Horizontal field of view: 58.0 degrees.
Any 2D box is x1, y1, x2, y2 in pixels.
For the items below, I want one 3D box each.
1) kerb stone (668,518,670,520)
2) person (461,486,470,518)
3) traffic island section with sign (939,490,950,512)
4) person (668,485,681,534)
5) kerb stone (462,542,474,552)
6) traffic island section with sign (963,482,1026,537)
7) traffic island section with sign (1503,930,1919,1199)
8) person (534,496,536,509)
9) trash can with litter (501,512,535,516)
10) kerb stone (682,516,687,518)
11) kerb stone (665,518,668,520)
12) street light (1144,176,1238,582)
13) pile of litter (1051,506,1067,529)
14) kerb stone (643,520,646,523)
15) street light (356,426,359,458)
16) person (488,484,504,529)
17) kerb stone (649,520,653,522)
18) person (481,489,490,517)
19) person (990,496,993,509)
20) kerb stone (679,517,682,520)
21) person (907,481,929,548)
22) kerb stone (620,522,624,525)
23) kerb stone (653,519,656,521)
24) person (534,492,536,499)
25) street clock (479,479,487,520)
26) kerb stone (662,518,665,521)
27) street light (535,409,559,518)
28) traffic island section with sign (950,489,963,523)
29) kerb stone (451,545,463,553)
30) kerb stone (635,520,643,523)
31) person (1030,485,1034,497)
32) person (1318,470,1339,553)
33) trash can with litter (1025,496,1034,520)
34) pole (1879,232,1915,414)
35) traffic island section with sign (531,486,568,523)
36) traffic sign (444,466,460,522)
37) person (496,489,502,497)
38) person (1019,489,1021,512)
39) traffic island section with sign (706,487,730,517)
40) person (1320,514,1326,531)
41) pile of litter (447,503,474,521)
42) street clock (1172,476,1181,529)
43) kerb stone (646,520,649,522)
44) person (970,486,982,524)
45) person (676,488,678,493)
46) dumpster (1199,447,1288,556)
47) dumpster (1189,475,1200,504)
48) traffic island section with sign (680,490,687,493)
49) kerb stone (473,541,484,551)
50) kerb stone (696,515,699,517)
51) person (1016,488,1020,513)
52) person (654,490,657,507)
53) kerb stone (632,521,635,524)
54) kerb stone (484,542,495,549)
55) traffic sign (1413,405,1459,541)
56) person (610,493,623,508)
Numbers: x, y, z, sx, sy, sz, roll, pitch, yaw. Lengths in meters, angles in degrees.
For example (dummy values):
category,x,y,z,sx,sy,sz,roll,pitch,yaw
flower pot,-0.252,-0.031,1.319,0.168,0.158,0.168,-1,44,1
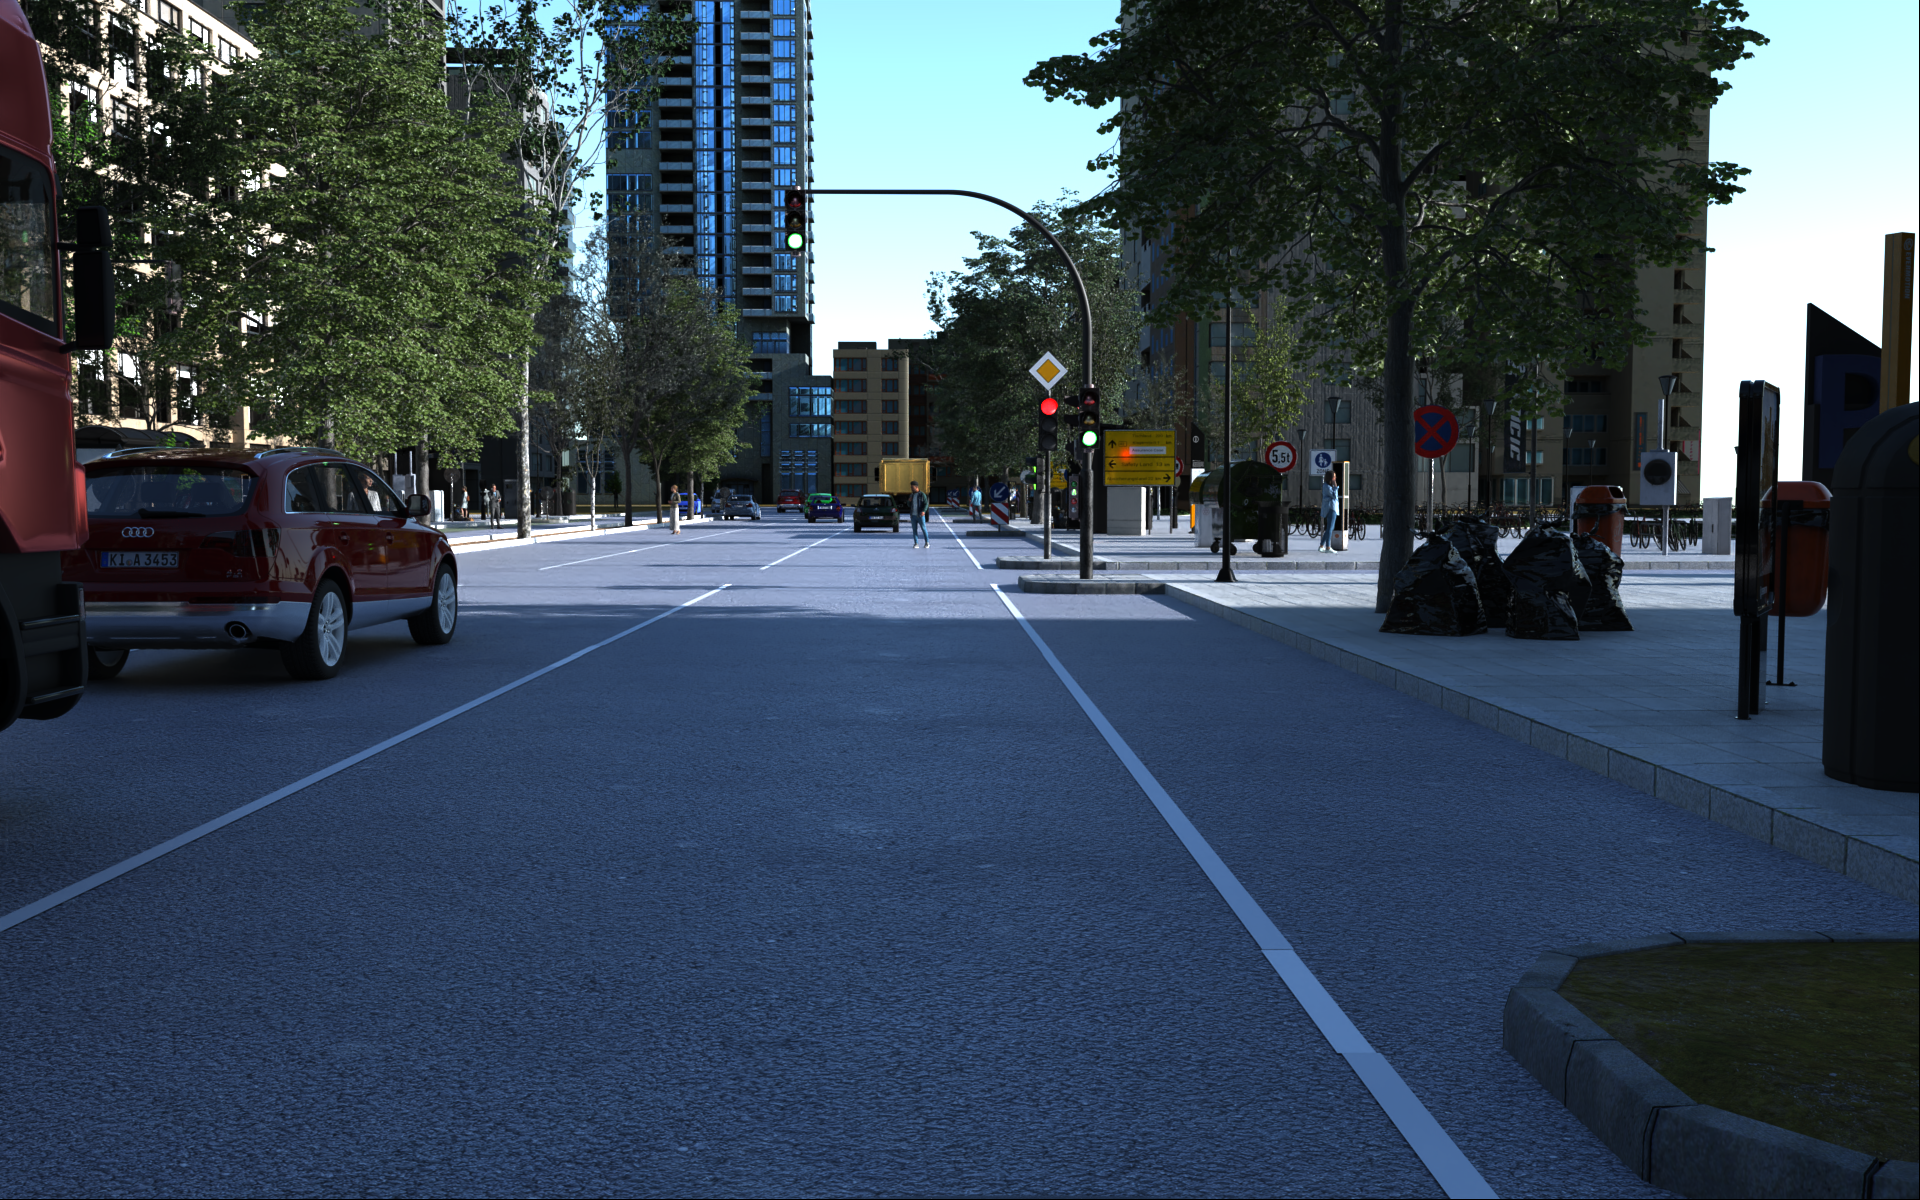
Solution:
category,x,y,z,sx,sy,sz,roll,pitch,yaw
kerb stone,-15.498,-4.225,91.274,0.120,0.150,1.000,0,4,-1
person,-25.180,-4.952,88.007,0.522,1.701,0.512,-1,4,-13
traffic island section with sign,-0.470,-7.798,136.131,1.989,1.847,2.006,0,4,-1
person,-10.212,-3.223,61.751,0.362,1.759,0.519,-3,5,-44
kerb stone,-12.354,-1.280,43.125,0.120,0.150,1.000,0,4,-1
traffic island section with sign,1.212,-3.092,59.179,1.989,1.847,2.006,0,4,-1
traffic island section with sign,2.409,0.281,4.028,1.989,1.847,2.006,0,4,-1
person,-36.820,-8.655,150.778,0.599,1.433,0.991,3,4,37
trash can with litter,-26.132,-5.556,101.899,2.233,1.210,1.678,-1,4,-19
kerb stone,-15.626,-4.602,97.437,0.120,0.150,1.000,0,4,-1
kerb stone,-15.475,-4.162,90.252,0.120,0.150,1.000,0,4,-1
street light,3.360,-3.221,25.207,1.470,5.913,1.316,0,4,-1
pile of litter,3.778,-3.087,64.440,1.176,0.858,1.719,-2,4,-32
kerb stone,-15.328,-3.724,83.080,0.120,0.150,1.000,0,4,-1
street light,-21.760,-5.599,64.084,1.470,5.913,1.316,0,4,-1
person,-18.939,-3.818,70.724,0.447,1.846,0.655,3,5,40
kerb stone,-15.363,-3.849,85.133,0.120,0.150,1.000,0,4,-1
person,-27.082,-5.658,98.732,0.466,1.800,0.511,3,5,41
person,2.625,-8.605,146.743,0.705,1.824,1.348,0,4,1
kerb stone,-15.587,-4.476,95.383,0.120,0.150,1.000,0,4,-1
person,-1.124,-2.271,45.985,0.623,1.781,0.721,1,4,16
kerb stone,-15.180,-3.347,76.921,0.120,0.150,1.000,0,4,-1
kerb stone,-15.388,-3.912,86.161,0.120,0.150,1.000,0,4,-1
person,-28.639,-6.662,118.160,0.799,1.438,0.628,-3,5,-39
street clock,-23.645,-4.973,85.876,0.358,2.002,0.471,0,4,2
kerb stone,-15.453,-4.100,89.229,0.120,0.150,1.000,0,4,-1
street light,-22.435,-7.442,94.225,1.470,5.913,1.316,0,4,-1
traffic island section with sign,0.632,-4.740,86.128,1.989,1.847,2.006,0,4,-1
kerb stone,-12.336,-1.217,42.098,0.120,0.150,1.000,0,4,-1
kerb stone,-15.296,-3.661,82.054,0.120,0.150,1.000,0,4,-1
person,4.185,-5.678,99.217,0.444,1.785,0.601,-2,4,-27
person,8.018,-1.919,37.676,0.793,1.790,0.793,-1,4,-22
trash can with litter,3.685,-4.518,85.253,0.624,1.170,1.055,2,4,27
pole,7.352,-1.211,13.645,0.158,3.312,0.155,0,3,0
traffic island section with sign,-20.494,-4.717,85.756,1.989,1.847,2.006,0,4,-1
traffic sign,-23.242,-4.838,79.212,0.768,2.556,0.104,0,4,7
person,-40.872,-8.919,152.648,1.217,1.735,0.721,1,4,16
person,4.222,-6.933,119.957,0.990,1.755,0.434,0,4,-8
traffic island section with sign,-14.821,-6.147,108.641,2.006,1.907,1.989,0,4,-1
person,12.743,-3.268,59.664,0.728,1.800,0.709,1,4,19
pile of litter,-23.728,-4.178,82.279,1.176,0.858,1.719,-2,4,-26
street clock,7.991,-3.669,64.554,0.471,2.002,0.358,-3,5,-42
kerb stone,-15.350,-3.787,84.111,0.120,0.150,1.000,0,4,-1
person,0.796,-4.650,84.387,0.638,1.841,0.748,-1,4,-22
person,-16.213,-5.498,98.660,0.793,1.790,0.793,-1,4,-14
dumpster,6.070,-2.103,36.875,1.502,2.255,1.985,0,4,-1
dumpster,7.429,-2.872,49.456,1.502,2.255,1.985,0,4,-1
traffic island section with sign,-21.569,-7.758,135.466,1.989,1.847,2.006,0,4,-1
kerb stone,-12.374,-1.343,44.150,0.120,0.150,1.000,0,4,-1
kerb stone,-15.746,-4.915,102.547,0.120,0.150,1.000,0,4,-1
person,3.701,-6.545,113.975,0.541,1.710,0.530,3,5,39
person,-29.812,-9.969,169.832,0.742,1.727,0.445,2,4,25
kerb stone,-15.259,-3.532,80.007,0.120,0.150,1.000,0,4,-1
kerb stone,-12.391,-1.398,45.181,0.120,0.150,1.000,0,4,-1
traffic sign,6.724,-1.508,24.766,0.768,2.556,0.104,0,4,5
person,-32.660,-9.689,164.463,1.348,1.822,0.705,-1,4,-18
